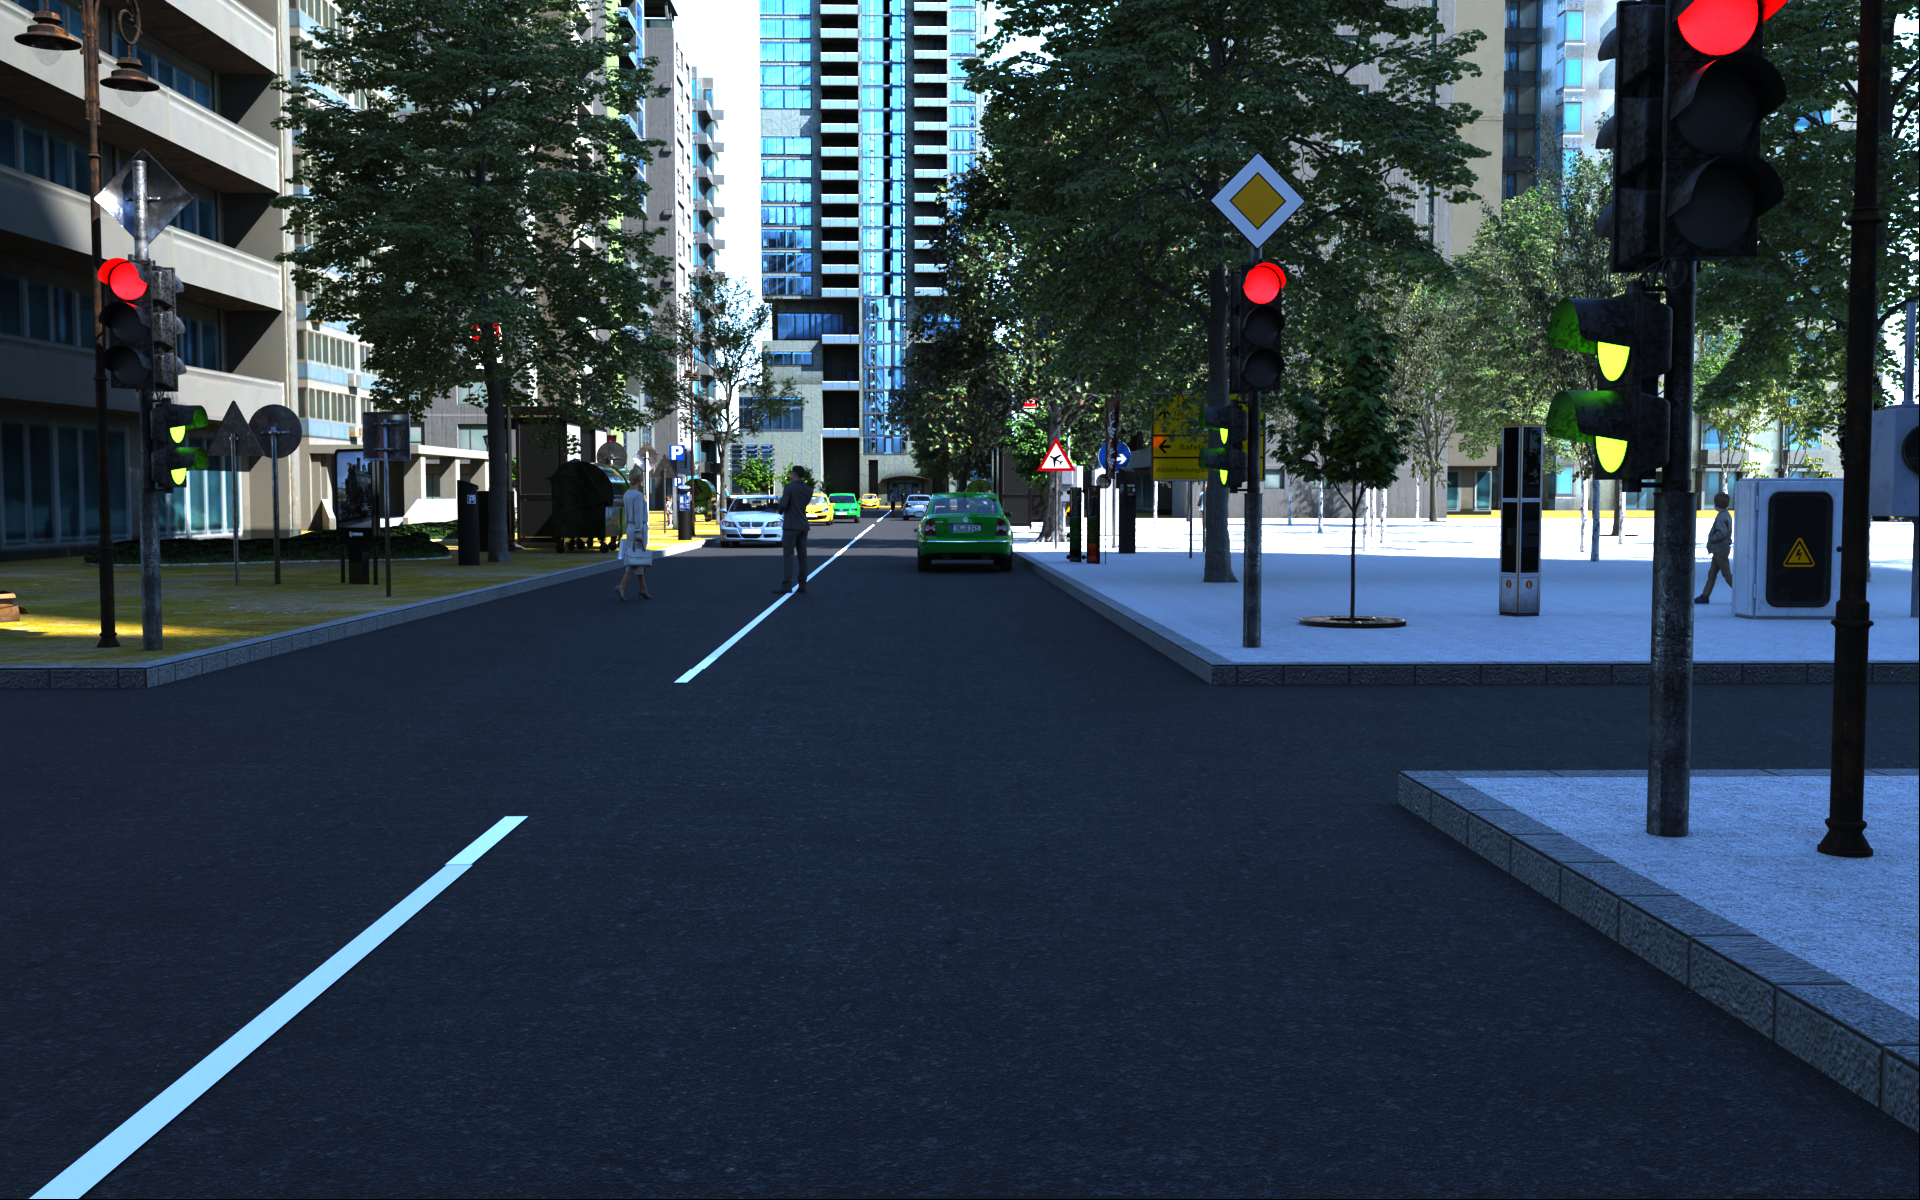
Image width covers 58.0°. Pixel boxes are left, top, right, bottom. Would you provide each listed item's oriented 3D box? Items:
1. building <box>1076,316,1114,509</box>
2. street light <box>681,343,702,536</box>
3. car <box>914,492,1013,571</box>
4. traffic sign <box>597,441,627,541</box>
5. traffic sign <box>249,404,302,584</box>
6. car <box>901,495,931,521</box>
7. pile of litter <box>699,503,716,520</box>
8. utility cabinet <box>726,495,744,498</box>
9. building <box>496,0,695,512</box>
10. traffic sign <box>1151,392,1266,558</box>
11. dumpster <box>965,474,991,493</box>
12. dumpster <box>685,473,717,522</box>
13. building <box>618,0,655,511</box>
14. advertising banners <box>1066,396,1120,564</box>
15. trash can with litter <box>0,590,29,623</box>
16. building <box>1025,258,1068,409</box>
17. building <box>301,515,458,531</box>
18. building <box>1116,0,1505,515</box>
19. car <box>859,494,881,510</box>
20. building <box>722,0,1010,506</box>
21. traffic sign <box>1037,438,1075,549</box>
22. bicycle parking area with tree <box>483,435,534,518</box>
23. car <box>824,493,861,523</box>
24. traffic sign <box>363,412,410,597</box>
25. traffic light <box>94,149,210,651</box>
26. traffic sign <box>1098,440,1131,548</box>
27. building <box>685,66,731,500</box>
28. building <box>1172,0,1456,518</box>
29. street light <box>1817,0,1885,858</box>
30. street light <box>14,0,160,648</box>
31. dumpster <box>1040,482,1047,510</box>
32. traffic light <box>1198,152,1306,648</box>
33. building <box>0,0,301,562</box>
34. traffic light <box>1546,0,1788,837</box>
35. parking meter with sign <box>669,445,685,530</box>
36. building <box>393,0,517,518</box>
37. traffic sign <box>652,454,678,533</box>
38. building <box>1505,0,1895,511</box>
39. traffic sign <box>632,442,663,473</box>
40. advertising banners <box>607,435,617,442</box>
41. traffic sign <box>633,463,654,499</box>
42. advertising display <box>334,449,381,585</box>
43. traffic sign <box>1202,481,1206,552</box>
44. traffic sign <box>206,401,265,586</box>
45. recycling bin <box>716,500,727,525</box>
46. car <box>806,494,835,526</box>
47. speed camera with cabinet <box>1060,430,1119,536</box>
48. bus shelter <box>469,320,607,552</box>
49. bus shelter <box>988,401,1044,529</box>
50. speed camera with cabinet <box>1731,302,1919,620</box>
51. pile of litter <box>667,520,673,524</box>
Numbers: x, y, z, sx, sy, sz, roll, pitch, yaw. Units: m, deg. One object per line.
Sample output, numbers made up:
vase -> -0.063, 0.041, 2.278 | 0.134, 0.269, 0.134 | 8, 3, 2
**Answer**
building -> 24.105, -18.110, 141.140 | 27.650, 21.520, 28.899 | 0, 4, -2
street light -> -8.243, -4.924, 53.294 | 0.468, 5.910, 1.993 | 0, 4, -2
car -> 0.071, -1.519, 33.630 | 1.959, 1.807, 4.718 | 0, 4, -1
traffic sign -> -8.436, -2.560, 41.962 | 0.768, 2.556, 0.104 | 0, 4, 6
traffic sign -> -9.728, -1.499, 24.614 | 0.768, 2.556, 0.104 | 0, 4, -1
car -> -2.223, -5.081, 95.068 | 2.014, 1.417, 4.499 | 0, 3, 0
pile of litter -> -12.254, -4.436, 86.498 | 1.719, 0.858, 1.176 | 0, 4, 5
utility cabinet -> -9.899, -4.003, 76.604 | 0.306, 1.237, 1.020 | 3, 4, 37
building -> -29.969, -28.302, 146.324 | 14.086, 41.232, 14.154 | 0, 4, -2
traffic sign -> 4.934, -2.483, 34.478 | 2.265, 3.308, 0.079 | 0, 4, 5
dumpster -> 1.002, -5.000, 84.243 | 1.502, 2.255, 1.985 | 0, 4, -2
dumpster -> -12.120, -4.747, 80.112 | 1.502, 2.255, 1.985 | 0, 4, -2
building -> -32.650, -49.235, 117.664 | 22.319, 86.520, 31.000 | 0, 4, -2
advertising banners -> 2.456, -2.189, 31.975 | 0.090, 3.025, 2.074 | -1, 4, -22
trash can with litter -> -9.853, -0.351, 17.126 | 0.624, 1.170, 1.055 | 1, 4, 21
building -> 19.799, -33.049, 194.969 | 28.867, 44.769, 22.147 | 0, 4, -2
building -> -35.163, -22.788, 64.461 | 32.217, 40.220, 23.993 | 0, 4, -2
building -> 22.251, -30.052, 115.051 | 21.300, 48.544, 21.600 | 0, 4, -2
car -> -8.303, -9.126, 159.439 | 2.015, 1.641, 3.980 | 0, 4, -2
building -> -10.138, -53.866, 193.386 | 31.000, 86.520, 22.319 | 0, 4, -2
traffic sign -> 2.234, -2.462, 40.250 | 0.884, 2.594, 0.081 | 0, 4, 5
bicycle parking area with tree -> -21.689, -5.856, 82.754 | 9.016, 4.147, 8.231 | -2, 4, -25
car -> -5.918, -4.780, 86.946 | 1.959, 1.807, 4.718 | 0, 4, -3
traffic sign -> -7.149, -1.191, 21.609 | 0.606, 2.300, 0.079 | 0, 4, 6
traffic light -> -6.628, -1.543, 14.141 | 0.839, 4.253, 0.868 | 0, 4, -2
traffic sign -> 3.635, -2.492, 40.843 | 0.768, 2.556, 0.104 | 0, 4, 1
building -> -40.974, -35.098, 193.457 | 30.456, 49.044, 23.786 | 0, 4, -2
building -> 18.783, -25.292, 97.118 | 14.154, 41.232, 14.086 | 0, 4, -2
street light -> 3.166, -2.032, 6.016 | 0.468, 5.910, 1.993 | 0, 4, -2
street light -> -7.152, -2.543, 14.371 | 0.468, 5.910, 1.993 | 0, 4, -2
dumpster -> 3.984, -4.060, 68.877 | 1.502, 2.255, 1.985 | 0, 4, -2
traffic light -> 2.429, -1.559, 14.412 | 0.839, 4.253, 0.868 | 0, 4, -2
building -> -27.811, -25.074, 33.662 | 21.300, 48.544, 21.600 | 0, 4, -2
traffic light -> 2.654, -1.071, 6.430 | 0.839, 4.253, 0.868 | 0, 4, -2
parking meter with sign -> -10.110, -4.044, 62.378 | 0.543, 3.016, 1.738 | 0, 4, -5
building -> -27.008, -25.261, 96.615 | 14.154, 41.232, 14.086 | 0, 4, -2
traffic sign -> -9.632, -3.455, 56.490 | 0.884, 2.594, 0.081 | 0, 4, 6
building -> 59.011, -32.057, 143.735 | 30.456, 49.044, 23.786 | 0, 4, -2
traffic sign -> -7.965, -2.711, 44.053 | 0.795, 2.593, 0.064 | 0, 3, 0
advertising banners -> -11.100, -3.393, 51.666 | 2.074, 3.025, 0.090 | 1, 4, 23
traffic sign -> -11.676, -3.901, 63.888 | 0.768, 2.556, 0.104 | 0, 4, -1
advertising display -> -8.580, -1.190, 24.676 | 0.974, 1.923, 0.123 | 3, 5, 40
traffic sign -> 5.393, -2.338, 38.222 | 0.884, 2.594, 0.081 | 0, 4, 3
traffic sign -> -10.110, -1.477, 24.145 | 0.884, 2.594, 0.081 | 0, 4, 8
recycling bin -> -9.773, -3.685, 72.808 | 0.722, 1.027, 0.722 | 2, 4, 23
car -> -6.753, -4.265, 79.961 | 2.015, 1.641, 3.980 | 0, 4, -2
speed camera with cabinet -> 4.044, -3.605, 53.282 | 2.038, 3.252, 0.660 | 1, 4, 21
bus shelter -> -10.297, -3.979, 42.692 | 2.179, 5.291, 8.768 | 0, 4, -2
bus shelter -> 2.158, -5.478, 67.190 | 2.179, 5.291, 8.768 | 0, 4, -2
speed camera with cabinet -> 9.128, -1.437, 17.831 | 2.038, 3.252, 0.660 | 0, 4, 3
pile of litter -> -12.105, -3.724, 74.847 | 1.176, 0.858, 1.719 | 0, 4, 0
